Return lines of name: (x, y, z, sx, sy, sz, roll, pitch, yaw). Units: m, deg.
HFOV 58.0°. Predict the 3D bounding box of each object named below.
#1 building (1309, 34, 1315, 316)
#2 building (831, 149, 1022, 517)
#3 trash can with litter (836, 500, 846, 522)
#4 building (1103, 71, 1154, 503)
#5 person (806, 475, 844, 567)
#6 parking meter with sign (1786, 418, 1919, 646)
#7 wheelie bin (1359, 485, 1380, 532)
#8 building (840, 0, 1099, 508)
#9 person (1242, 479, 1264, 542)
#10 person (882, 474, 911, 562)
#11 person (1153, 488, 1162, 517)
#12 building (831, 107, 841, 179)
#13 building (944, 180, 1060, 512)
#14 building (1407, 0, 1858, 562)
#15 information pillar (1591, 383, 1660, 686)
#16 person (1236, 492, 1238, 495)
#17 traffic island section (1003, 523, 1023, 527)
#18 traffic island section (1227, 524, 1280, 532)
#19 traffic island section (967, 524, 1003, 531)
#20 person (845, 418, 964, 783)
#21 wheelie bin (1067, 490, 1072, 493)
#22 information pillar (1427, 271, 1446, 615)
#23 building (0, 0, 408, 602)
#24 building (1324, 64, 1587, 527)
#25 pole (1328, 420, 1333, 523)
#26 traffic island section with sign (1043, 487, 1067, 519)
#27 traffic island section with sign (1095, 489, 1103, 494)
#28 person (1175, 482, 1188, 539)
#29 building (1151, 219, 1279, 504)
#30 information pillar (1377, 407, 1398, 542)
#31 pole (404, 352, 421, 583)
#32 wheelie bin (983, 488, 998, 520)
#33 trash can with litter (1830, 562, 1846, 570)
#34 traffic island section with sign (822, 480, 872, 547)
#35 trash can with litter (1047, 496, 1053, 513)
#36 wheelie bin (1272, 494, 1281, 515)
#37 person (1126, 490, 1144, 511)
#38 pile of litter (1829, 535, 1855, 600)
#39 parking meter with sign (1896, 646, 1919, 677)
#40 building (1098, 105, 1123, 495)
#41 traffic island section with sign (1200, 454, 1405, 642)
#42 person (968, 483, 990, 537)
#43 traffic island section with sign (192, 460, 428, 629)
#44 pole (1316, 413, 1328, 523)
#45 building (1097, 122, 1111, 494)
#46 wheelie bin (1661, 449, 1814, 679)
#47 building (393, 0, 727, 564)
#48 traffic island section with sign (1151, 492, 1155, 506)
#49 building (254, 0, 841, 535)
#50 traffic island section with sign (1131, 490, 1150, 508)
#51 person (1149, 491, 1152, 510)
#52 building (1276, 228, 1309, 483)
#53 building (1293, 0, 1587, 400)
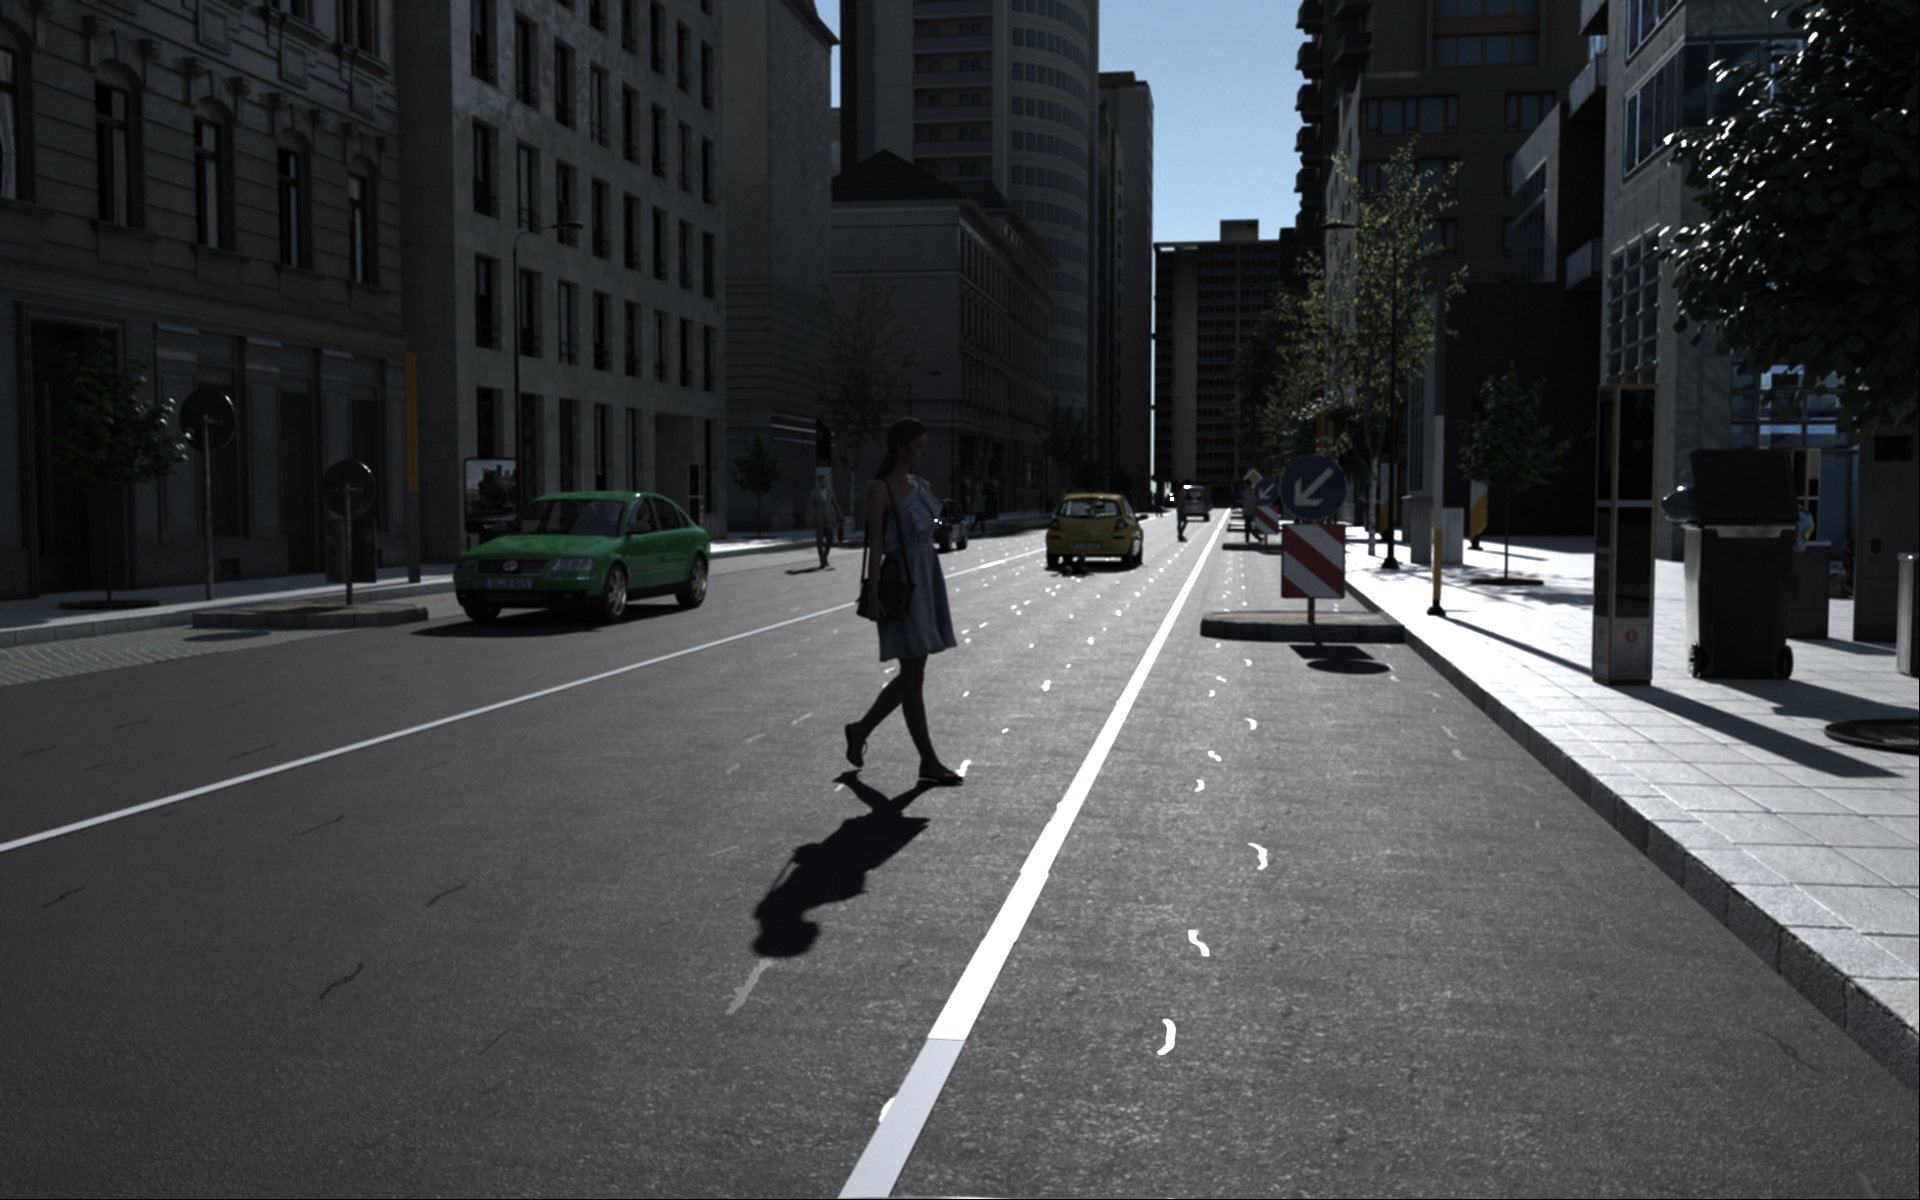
building: (42.626, -44.646, 168.208, 20.563, 71.187, 20.611, 1, 4, 9)
building: (-4.221, -15.163, 98.821, 10.553, 20.767, 40.483, 1, 4, 9)
trash can with litter: (-5.655, -4.086, 78.189, 0.624, 1.170, 1.055, 2, 4, 34)
building: (13.084, -43.093, 246.573, 28.212, 58.520, 21.231, 1, 4, 9)
person: (-2.669, -1.560, 34.132, 0.709, 1.813, 0.853, -2, 4, -27)
parking meter with sign: (8.164, -1.149, 15.050, 1.738, 3.016, 0.543, 2, 4, 26)
wheelie bin: (13.999, -3.108, 58.719, 0.980, 1.594, 0.693, 0, 4, 1)
building: (1.574, -38.130, 165.424, 21.231, 58.520, 28.212, 1, 4, 9)
person: (7.876, -2.346, 46.708, 0.795, 1.843, 0.661, 2, 4, 29)
person: (-1.014, -1.401, 31.501, 0.778, 1.811, 0.616, -1, 4, -15)
person: (12.656, -6.236, 110.633, 0.721, 1.800, 0.419, 0, 4, -2)
building: (-16.911, -36.598, 217.982, 30.456, 49.044, 23.786, 1, 4, 9)
building: (-1.805, -18.394, 134.021, 16.112, 22.955, 30.059, 1, 4, 9)
building: (25.022, -44.738, 44.131, 22.319, 86.520, 31.000, 1, 4, 9)
information pillar: (4.485, -0.440, 11.685, 0.304, 2.012, 0.304, 0, 4, -2)
person: (35.161, -12.868, 219.443, 0.434, 1.755, 0.990, 1, 4, 12)
traffic island section: (1.652, -3.284, 75.976, 2.009, 0.180, 2.903, 1, 4, 9)
traffic island section: (11.243, -2.696, 66.356, 2.009, 0.180, 2.903, 1, 4, 9)
traffic island section: (0.390, -2.802, 68.091, 2.009, 0.180, 2.903, 1, 4, 9)
person: (-0.323, -0.006, 8.699, 0.778, 1.811, 0.616, 3, 4, 37)
wheelie bin: (7.929, -7.261, 126.630, 0.693, 1.594, 0.980, 1, 4, 20)
information pillar: (5.102, -1.658, 18.463, 0.183, 3.616, 0.504, 1, 4, 13)
building: (-15.805, -10.587, 22.243, 9.793, 20.994, 18.267, 1, 4, 9)
building: (32.818, -14.532, 82.636, 28.899, 21.520, 27.650, 1, 4, 9)
pole: (10.229, -3.309, 47.951, 0.158, 3.312, 0.155, 0, 3, 0)
traffic island section with sign: (5.918, -5.620, 100.515, 1.989, 1.847, 2.006, 1, 4, 9)
traffic island section with sign: (10.302, -7.296, 127.925, 1.989, 1.847, 2.006, 1, 4, 9)
person: (7.038, -2.844, 55.003, 0.388, 1.821, 0.555, -1, 4, -16)
building: (39.779, -34.022, 248.141, 23.993, 40.220, 32.217, 1, 4, 9)
information pillar: (11.391, -3.347, 46.073, 0.183, 3.616, 0.504, -3, 4, -37)
pole: (-7.905, -1.905, 24.991, 0.158, 3.312, 0.155, 0, 3, 0)
wheelie bin: (1.562, -4.842, 87.081, 0.693, 1.594, 0.980, 3, 4, 37)
trash can with litter: (15.609, -1.152, 29.889, 2.233, 1.210, 1.678, -2, 4, -32)
traffic island section with sign: (-2.621, -2.358, 47.173, 1.989, 1.847, 2.006, 1, 4, 9)
trash can with litter: (6.242, -6.627, 119.735, 0.624, 1.170, 1.055, -1, 4, -16)
wheelie bin: (19.877, -6.160, 108.626, 0.693, 1.594, 0.980, 1, 4, 22)
person: (14.617, -8.367, 145.514, 1.509, 1.804, 0.699, 2, 4, 26)
pile of litter: (11.067, -0.477, 21.764, 1.176, 0.858, 1.719, 3, 5, 40)
parking meter with sign: (7.532, -0.962, 11.996, 1.738, 3.016, 0.543, 1, 4, 13)
building: (8.900, -36.139, 214.579, 21.600, 48.544, 21.300, 1, 4, 9)
traffic island section with sign: (3.503, -0.567, 17.897, 1.989, 1.847, 2.006, 1, 4, 9)
person: (0.627, -3.008, 57.867, 0.728, 1.800, 0.709, 0, 4, -3)
traffic island section with sign: (-7.080, -0.652, 19.293, 1.989, 1.847, 2.006, 1, 4, 9)
pole: (9.041, -3.036, 43.483, 0.158, 3.312, 0.155, 0, 3, 0)
building: (8.613, -30.741, 186.213, 14.154, 41.232, 14.086, 1, 4, 9)
wheelie bin: (5.451, -0.264, 12.224, 0.980, 1.594, 0.693, 1, 4, 11)
building: (-12.943, -11.342, 40.201, 10.420, 20.320, 16.860, 1, 4, 9)
traffic island section with sign: (22.375, -11.909, 203.342, 1.989, 1.847, 2.006, 1, 4, 9)
building: (-14.337, -13.095, 63.260, 18.267, 20.994, 9.793, 1, 4, 9)
traffic island section with sign: (18.120, -10.281, 176.723, 1.989, 1.847, 2.006, 1, 4, 9)
person: (17.131, -8.936, 155.527, 0.530, 1.710, 0.541, 2, 4, 33)
building: (41.563, -25.477, 188.243, 14.160, 30.474, 14.107, 1, 4, 9)
building: (34.953, -28.582, 121.938, 22.147, 44.769, 28.867, 1, 4, 9)
